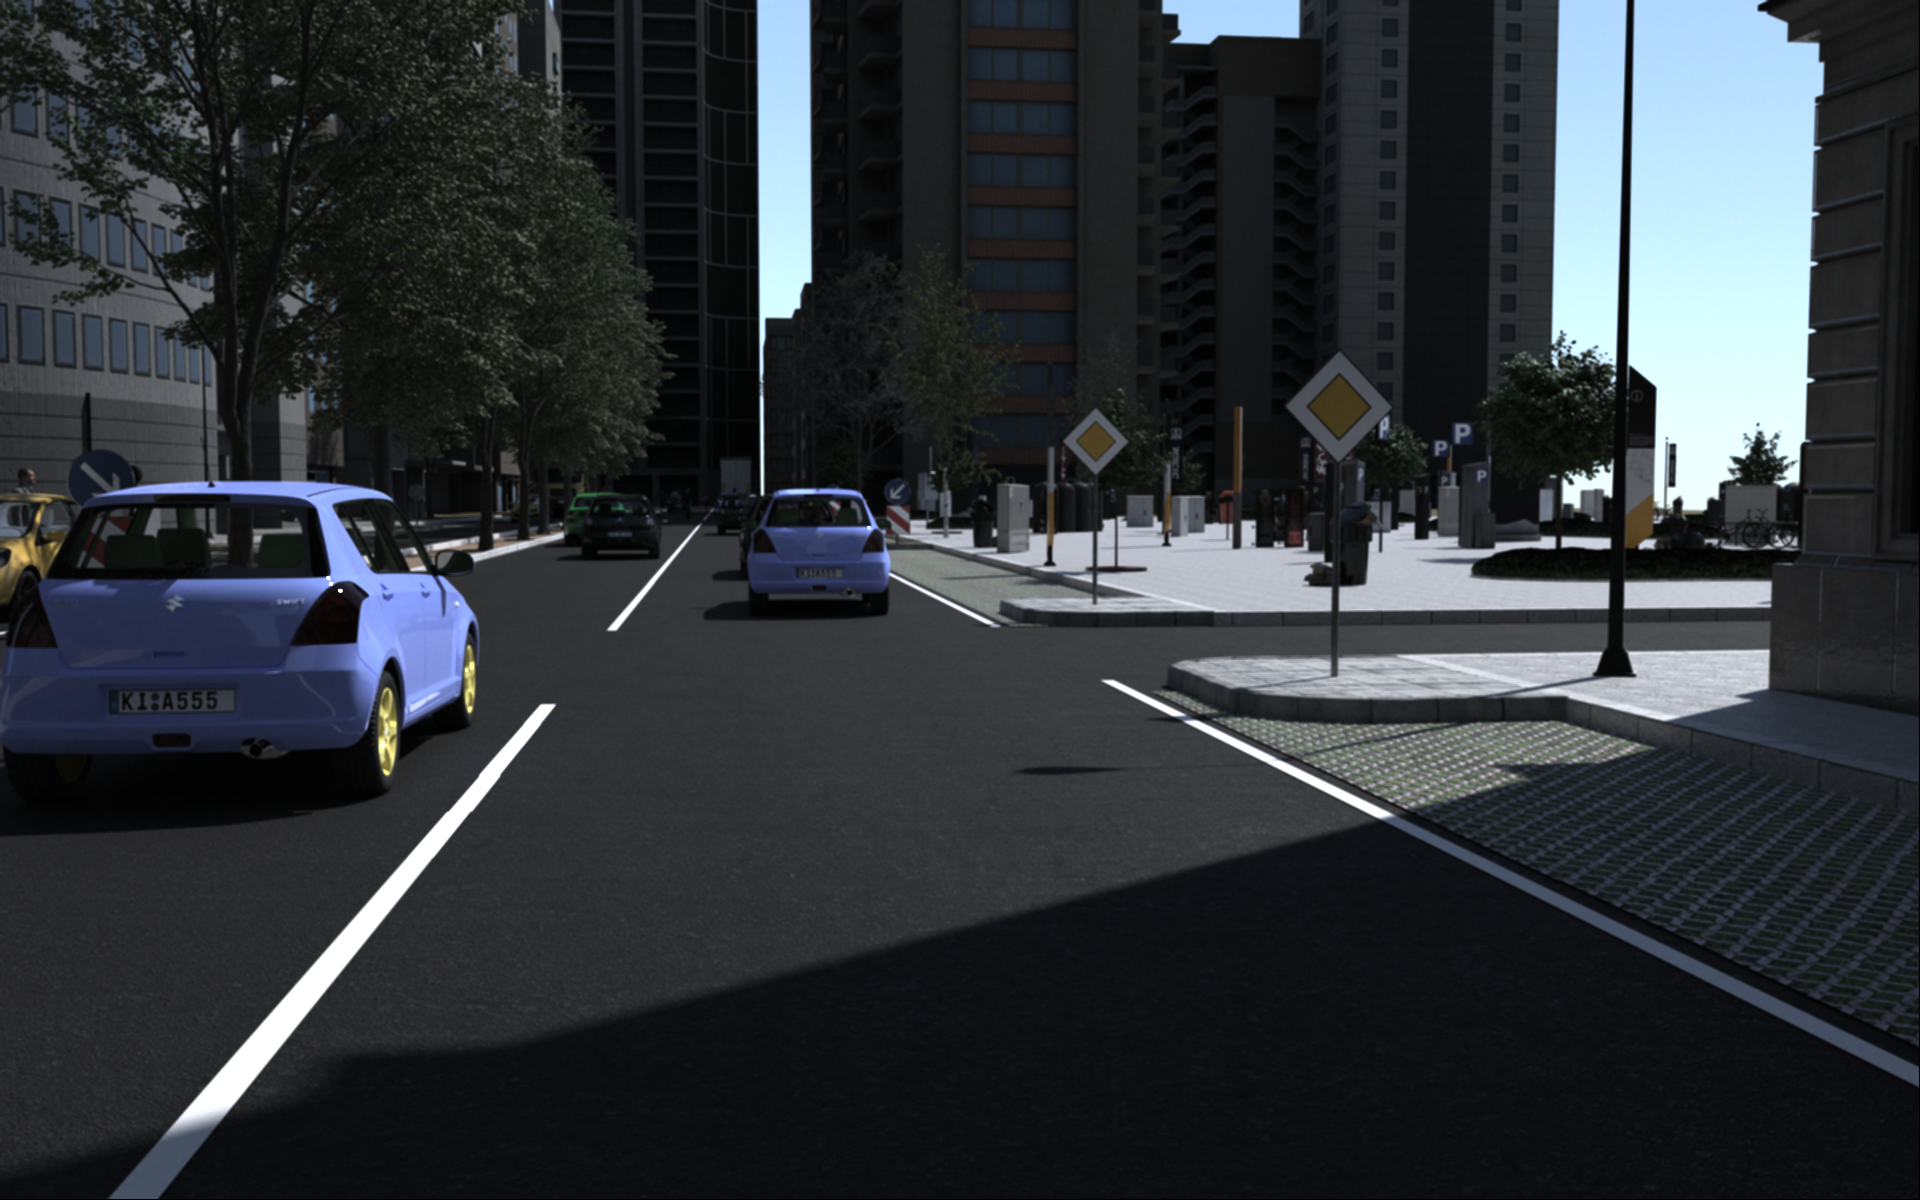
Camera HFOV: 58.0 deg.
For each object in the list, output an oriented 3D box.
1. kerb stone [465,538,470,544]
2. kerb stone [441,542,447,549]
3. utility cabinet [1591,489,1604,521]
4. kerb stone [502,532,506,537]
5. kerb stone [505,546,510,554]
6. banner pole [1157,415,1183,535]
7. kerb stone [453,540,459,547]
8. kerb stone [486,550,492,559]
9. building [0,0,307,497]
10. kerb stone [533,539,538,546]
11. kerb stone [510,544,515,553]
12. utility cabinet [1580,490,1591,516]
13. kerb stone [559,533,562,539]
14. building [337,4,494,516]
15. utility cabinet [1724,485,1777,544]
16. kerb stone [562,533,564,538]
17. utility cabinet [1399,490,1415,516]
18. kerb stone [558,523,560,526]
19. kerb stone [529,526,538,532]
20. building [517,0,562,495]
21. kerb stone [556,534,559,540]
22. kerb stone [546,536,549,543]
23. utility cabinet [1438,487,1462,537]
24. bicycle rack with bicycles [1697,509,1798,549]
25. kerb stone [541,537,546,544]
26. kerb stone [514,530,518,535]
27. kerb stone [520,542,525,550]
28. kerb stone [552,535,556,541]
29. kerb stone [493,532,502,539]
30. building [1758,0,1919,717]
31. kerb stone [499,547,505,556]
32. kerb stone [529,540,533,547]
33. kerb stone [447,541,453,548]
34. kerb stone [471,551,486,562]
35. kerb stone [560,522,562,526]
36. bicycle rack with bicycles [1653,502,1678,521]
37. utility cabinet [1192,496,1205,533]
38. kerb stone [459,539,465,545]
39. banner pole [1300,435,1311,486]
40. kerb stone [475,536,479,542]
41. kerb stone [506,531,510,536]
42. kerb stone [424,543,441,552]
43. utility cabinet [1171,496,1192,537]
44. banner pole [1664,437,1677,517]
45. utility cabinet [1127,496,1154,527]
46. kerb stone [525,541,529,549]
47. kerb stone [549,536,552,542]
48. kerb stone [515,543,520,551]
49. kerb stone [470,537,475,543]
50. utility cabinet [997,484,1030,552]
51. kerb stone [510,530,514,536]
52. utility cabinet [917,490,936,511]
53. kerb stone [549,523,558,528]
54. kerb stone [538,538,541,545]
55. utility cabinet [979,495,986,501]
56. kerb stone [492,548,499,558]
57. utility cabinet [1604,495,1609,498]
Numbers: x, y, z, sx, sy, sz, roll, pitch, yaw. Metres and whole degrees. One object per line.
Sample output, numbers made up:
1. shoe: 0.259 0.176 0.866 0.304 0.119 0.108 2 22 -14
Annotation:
1. kerb stone: -14.081 -1.642 49.040 0.120 0.150 1.000 0 4 -8
2. kerb stone: -13.533 -1.392 44.984 0.120 0.150 1.000 0 4 -8
3. utility cabinet: 27.102 -3.961 73.441 0.318 1.500 1.173 1 4 15
4. kerb stone: -15.181 -2.138 57.153 0.120 0.150 1.000 0 4 -8
5. kerb stone: -10.909 -1.165 41.242 0.120 0.150 1.000 0 4 -8
6. banner pole: 6.647 -3.951 54.611 0.863 3.779 0.401 2 4 24
7. kerb stone: -13.801 -1.518 47.010 0.120 0.150 1.000 0 4 -8
8. kerb stone: -10.497 -0.964 38.194 0.120 0.150 1.000 0 4 -8
9. building: -34.215 -31.144 51.206 21.231 58.520 28.212 0 4 -8
10. kerb stone: -11.726 -1.533 47.323 0.120 0.150 1.000 0 4 -8
11. kerb stone: -11.046 -1.227 42.255 0.120 0.150 1.000 0 4 -8
12. utility cabinet: 33.949 -5.170 93.210 1.173 1.500 0.318 -1 4 -21
13. kerb stone: -12.691 -1.972 54.431 0.120 0.150 1.000 0 4 -8
14. building: -43.570 -31.411 102.816 28.713 52.752 27.495 0 4 -8
15. utility cabinet: 19.992 -2.148 43.802 1.173 1.500 0.318 2 4 26
16. kerb stone: -12.828 -2.034 55.445 0.120 0.150 1.000 0 4 -8
17. utility cabinet: 23.207 -4.942 89.486 0.318 1.500 1.173 -2 4 -24
18. kerb stone: -17.653 -3.250 75.468 0.120 0.150 1.000 0 4 -8
19. kerb stone: -16.552 -2.760 67.325 0.120 0.150 1.000 0 4 -8
20. building: -47.054 -32.477 154.698 21.600 48.544 21.300 0 4 -8
21. kerb stone: -12.547 -1.910 53.419 0.120 0.150 1.000 0 4 -8
22. kerb stone: -12.140 -1.723 50.374 0.120 0.150 1.000 0 4 -8
23. utility cabinet: 14.866 -2.638 51.810 1.173 1.500 0.318 -2 4 -27
24. bicycle rack with bicycles: 19.373 -1.704 41.241 2.925 0.926 2.852 3 4 37
25. kerb stone: -11.997 -1.661 49.350 0.120 0.150 1.000 0 4 -8
26. kerb stone: -15.585 -2.322 60.212 0.120 0.150 1.000 0 4 -8
27. kerb stone: -11.311 -1.351 44.284 0.120 0.150 1.000 0 4 -8
28. kerb stone: -12.411 -1.848 52.406 0.120 0.150 1.000 0 4 -8
29. kerb stone: -15.040 -2.076 56.141 0.120 0.150 1.000 0 4 -8
30. building: 11.211 -8.432 2.494 10.561 19.102 19.286 0 4 -8
31. kerb stone: -10.763 -1.103 40.223 0.120 0.150 1.000 0 4 -8
32. kerb stone: -11.598 -1.475 46.309 0.120 0.150 1.000 0 4 -8
33. kerb stone: -13.673 -1.452 45.996 0.120 0.150 1.000 0 4 -8
34. kerb stone: -10.359 -0.911 37.174 0.120 0.150 1.000 0 4 -8
35. kerb stone: -17.784 -3.321 76.490 0.120 0.150 1.000 0 4 -8
36. bicycle rack with bicycles: 33.060 -4.287 83.479 2.925 0.926 2.852 1 4 13
37. utility cabinet: 7.639 -2.836 57.534 1.020 1.237 0.306 -2 4 -26
38. kerb stone: -13.945 -1.580 48.027 0.120 0.150 1.000 0 4 -8
39. banner pole: 12.939 -4.535 64.164 0.863 3.779 0.401 3 5 40
40. kerb stone: -14.351 -1.766 51.071 0.120 0.150 1.000 0 4 -8
41. kerb stone: -15.314 -2.201 58.174 0.120 0.150 1.000 0 4 -8
42. kerb stone: -13.394 -1.332 43.970 0.120 0.150 1.000 0 4 -8
43. utility cabinet: 6.661 -2.526 52.460 0.306 1.237 1.020 1 4 22
44. banner pole: 30.984 -5.237 75.639 0.401 3.779 0.863 -1 4 -16
45. utility cabinet: 6.990 -3.430 67.237 1.020 1.237 0.306 0 4 3
46. kerb stone: -11.455 -1.413 45.296 0.120 0.150 1.000 0 4 -8
47. kerb stone: -12.282 -1.786 51.392 0.120 0.150 1.000 0 4 -8
48. kerb stone: -11.185 -1.286 43.270 0.120 0.150 1.000 0 4 -8
49. kerb stone: -14.212 -1.701 50.059 0.120 0.150 1.000 0 4 -8
50. utility cabinet: 1.183 -1.794 38.003 0.318 1.500 1.173 2 4 24
51. kerb stone: -15.454 -2.263 59.198 0.120 0.150 1.000 0 4 -8
52. utility cabinet: -1.811 -5.176 93.314 0.318 1.500 1.173 3 5 43
53. kerb stone: -17.513 -3.196 74.451 0.120 0.150 1.000 0 4 -8
54. kerb stone: -11.866 -1.597 48.336 0.120 0.150 1.000 0 4 -8
55. utility cabinet: 0.687 -4.124 78.590 1.020 1.237 0.306 2 4 29
56. kerb stone: -10.631 -1.041 39.210 0.120 0.150 1.000 0 4 -8
57. utility cabinet: 34.844 -5.059 93.883 0.306 1.237 1.020 0 4 3
